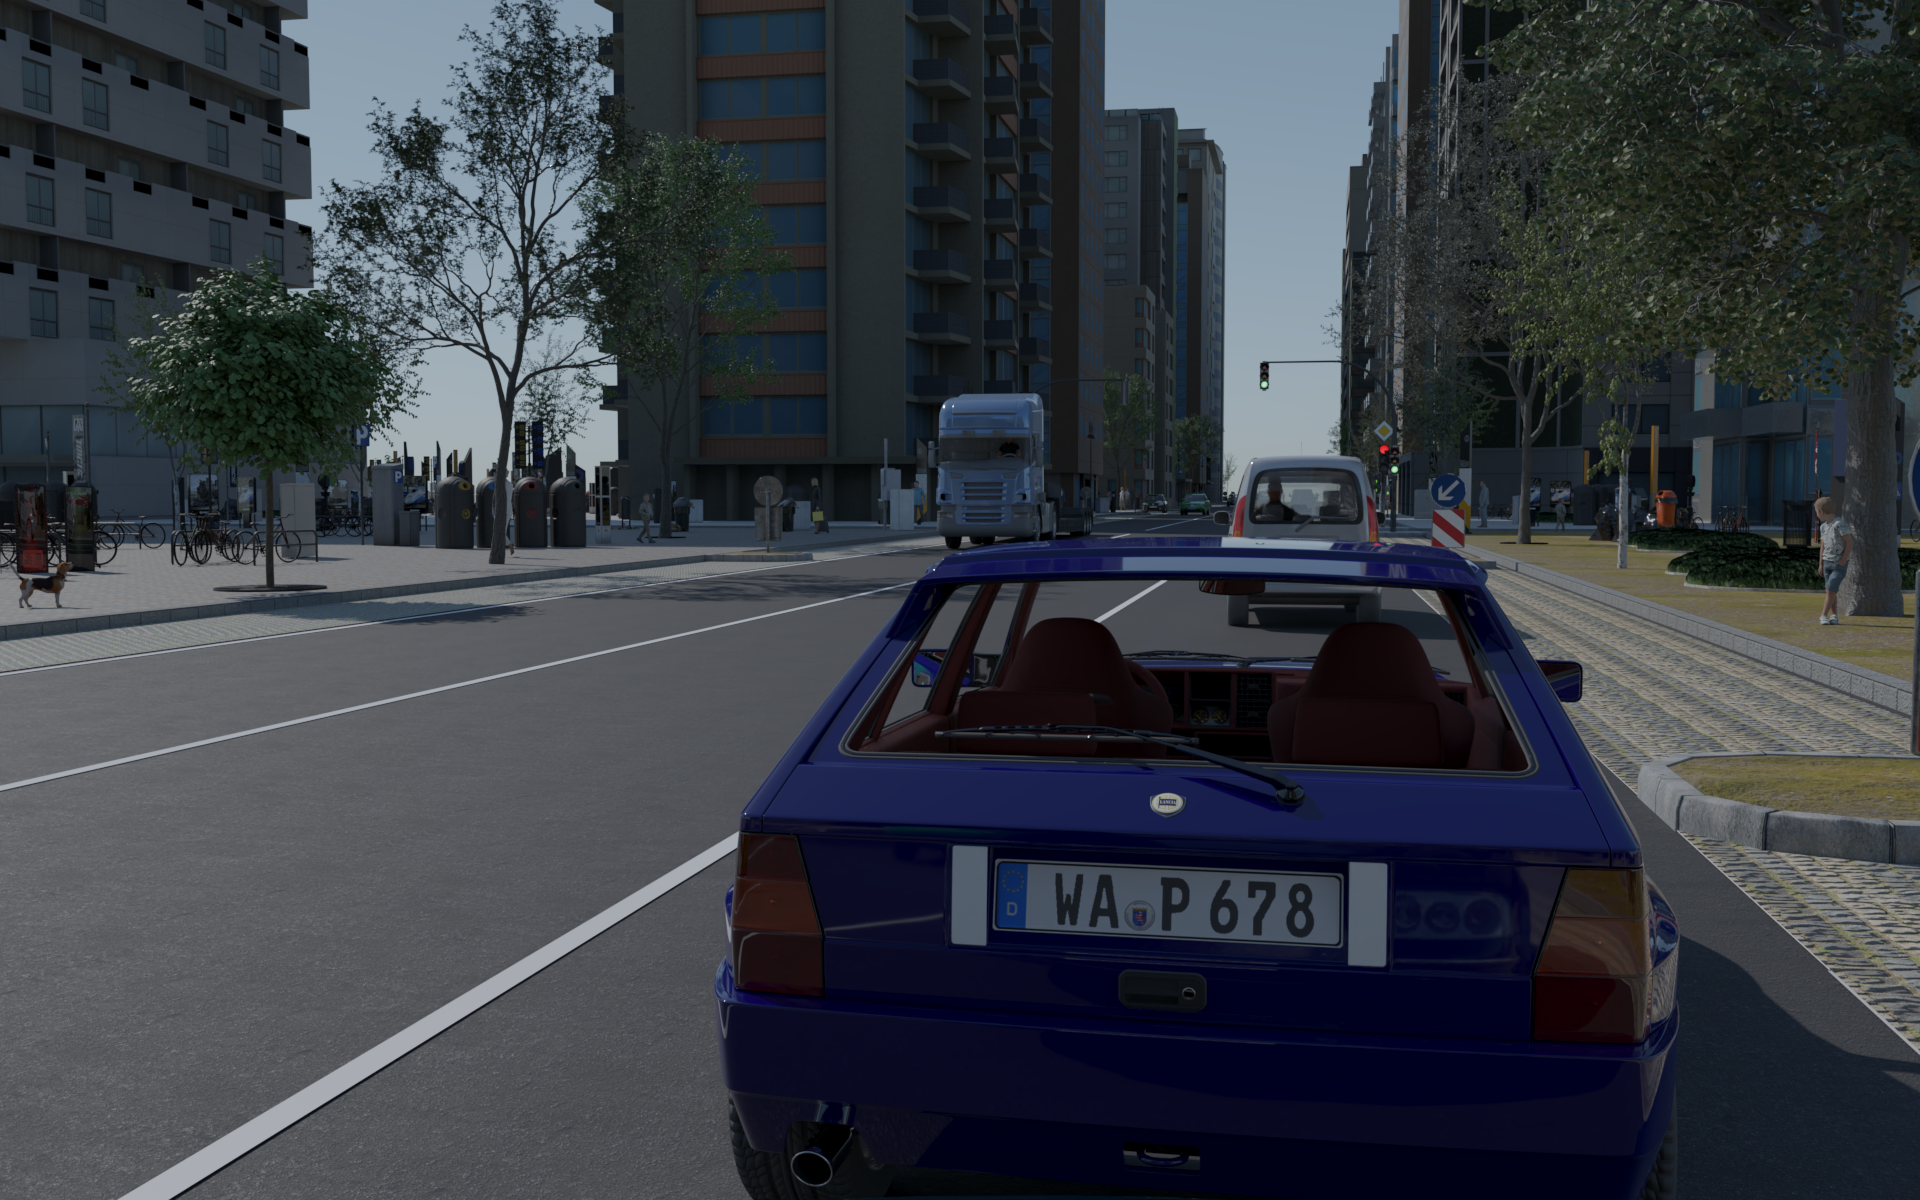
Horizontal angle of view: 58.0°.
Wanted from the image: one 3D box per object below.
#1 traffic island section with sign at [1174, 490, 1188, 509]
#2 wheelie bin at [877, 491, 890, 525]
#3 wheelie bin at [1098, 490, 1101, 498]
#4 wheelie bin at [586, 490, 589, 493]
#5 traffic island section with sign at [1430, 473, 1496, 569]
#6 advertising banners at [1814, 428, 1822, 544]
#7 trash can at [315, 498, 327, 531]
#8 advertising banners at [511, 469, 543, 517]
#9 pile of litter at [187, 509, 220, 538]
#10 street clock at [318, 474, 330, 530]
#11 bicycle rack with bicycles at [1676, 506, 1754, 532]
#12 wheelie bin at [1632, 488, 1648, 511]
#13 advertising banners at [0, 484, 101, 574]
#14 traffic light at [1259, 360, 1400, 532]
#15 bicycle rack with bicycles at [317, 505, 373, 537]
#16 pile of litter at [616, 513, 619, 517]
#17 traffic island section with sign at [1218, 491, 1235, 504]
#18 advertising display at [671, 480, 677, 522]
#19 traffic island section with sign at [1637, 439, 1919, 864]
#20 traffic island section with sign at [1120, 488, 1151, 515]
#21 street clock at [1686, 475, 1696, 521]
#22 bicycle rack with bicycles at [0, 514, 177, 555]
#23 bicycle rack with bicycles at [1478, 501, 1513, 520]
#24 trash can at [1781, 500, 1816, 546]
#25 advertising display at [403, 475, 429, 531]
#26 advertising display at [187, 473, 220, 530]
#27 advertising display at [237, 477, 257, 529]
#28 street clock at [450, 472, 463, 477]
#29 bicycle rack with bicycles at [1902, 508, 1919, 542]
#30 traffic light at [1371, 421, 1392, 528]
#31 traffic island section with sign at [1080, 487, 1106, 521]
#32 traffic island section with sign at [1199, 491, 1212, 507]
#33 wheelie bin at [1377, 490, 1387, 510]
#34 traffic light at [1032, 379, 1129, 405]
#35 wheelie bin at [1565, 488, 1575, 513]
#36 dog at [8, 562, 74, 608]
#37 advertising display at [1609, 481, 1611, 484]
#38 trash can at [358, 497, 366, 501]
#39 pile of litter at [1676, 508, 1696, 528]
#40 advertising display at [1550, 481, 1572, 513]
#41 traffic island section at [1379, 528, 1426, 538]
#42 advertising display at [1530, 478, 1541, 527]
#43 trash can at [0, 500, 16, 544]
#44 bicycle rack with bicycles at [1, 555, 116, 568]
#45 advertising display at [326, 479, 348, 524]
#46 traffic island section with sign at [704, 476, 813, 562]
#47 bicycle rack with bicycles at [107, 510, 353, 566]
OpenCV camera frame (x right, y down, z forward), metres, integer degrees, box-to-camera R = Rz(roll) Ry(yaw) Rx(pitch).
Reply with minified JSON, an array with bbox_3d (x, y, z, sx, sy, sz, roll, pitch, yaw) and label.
[{"bbox_3d":[21.648,-9.647,166.348,1.989,1.847,2.006,1,4,11],"label":"traffic island section with sign"},{"bbox_3d":[-3.036,-3.950,72.487,0.693,1.594,0.980,-3,5,-45],"label":"wheelie bin"},{"bbox_3d":[11.100,-8.158,141.286,0.980,1.594,0.693,-3,5,-42],"label":"wheelie bin"},{"bbox_3d":[-32.067,-8.547,147.646,0.693,1.594,0.980,-1,4,-20],"label":"wheelie bin"},{"bbox_3d":[9.414,-1.553,34.022,1.989,1.847,2.006,1,4,11],"label":"traffic island section with sign"},{"bbox_3d":[22.532,-3.015,45.488,0.090,3.025,2.074,1,4,22],"label":"advertising banners"},{"bbox_3d":[-22.207,-2.939,59.708,0.748,1.137,0.748,0,3,0],"label":"trash can"},{"bbox_3d":[-23.474,-5.990,94.124,0.090,3.025,2.074,3,5,45],"label":"advertising banners"},{"bbox_3d":[-22.259,-2.264,50.987,1.176,0.858,1.719,-1,4,-18],"label":"pile of litter"},{"bbox_3d":[-22.381,-3.457,61.090,0.358,2.002,0.471,2,4,27],"label":"street clock"},{"bbox_3d":[21.645,-2.229,49.830,2.925,0.926,2.852,-3,5,-43],"label":"bicycle rack with bicycles"},{"bbox_3d":[33.981,-4.828,86.853,0.980,1.594,0.693,-1,4,-22],"label":"wheelie bin"},{"bbox_3d":[-15.037,-1.949,28.057,0.090,3.025,2.074,3,5,40],"label":"advertising banners"},{"bbox_3d":[12.567,-5.145,58.793,4.771,5.953,1.251,1,4,11],"label":"traffic light"},{"bbox_3d":[-18.466,-2.410,52.782,2.925,0.926,2.852,-2,4,-31],"label":"bicycle rack with bicycles"},{"bbox_3d":[-18.705,-5.064,96.769,1.176,0.858,1.719,1,4,19],"label":"pile of litter"},{"bbox_3d":[38.048,-14.640,247.994,1.989,1.847,2.006,1,4,11],"label":"traffic island section with sign"},{"bbox_3d":[-13.346,-4.604,80.486,0.123,1.923,0.974,0,4,5],"label":"advertising display"},{"bbox_3d":[4.097,0.067,7.531,1.989,1.847,2.006,1,4,11],"label":"traffic island section with sign"},{"bbox_3d":[11.992,-6.699,118.164,1.989,1.847,2.006,1,4,11],"label":"traffic island section with sign"},{"bbox_3d":[28.021,-3.785,66.450,0.358,2.002,0.471,3,4,38],"label":"street clock"},{"bbox_3d":[-20.249,-1.614,39.776,2.925,0.926,2.852,1,4,10],"label":"bicycle rack with bicycles"},{"bbox_3d":[27.214,-4.430,85.815,2.925,0.926,2.852,-2,4,-33],"label":"bicycle rack with bicycles"},{"bbox_3d":[19.694,-1.778,40.721,0.748,1.137,0.748,0,3,0],"label":"trash can"},{"bbox_3d":[-18.933,-3.363,60.195,0.974,1.923,0.123,1,4,17],"label":"advertising display"},{"bbox_3d":[-23.521,-2.975,53.861,0.123,1.923,0.974,3,4,37],"label":"advertising display"},{"bbox_3d":[-26.630,-3.637,64.676,0.974,1.923,0.123,2,4,31],"label":"advertising display"},{"bbox_3d":[-16.561,-3.211,57.065,0.471,2.002,0.358,3,5,40],"label":"street clock"},{"bbox_3d":[24.941,-1.941,45.125,2.852,0.926,2.925,1,4,21],"label":"bicycle rack with bicycles"},{"bbox_3d":[16.206,-4.736,66.352,0.839,4.253,0.868,1,4,11],"label":"traffic light"},{"bbox_3d":[6.681,-5.083,91.735,1.989,1.847,2.006,1,4,11],"label":"traffic island section with sign"},{"bbox_3d":[27.109,-11.308,193.521,1.989,1.847,2.006,1,4,11],"label":"traffic island section with sign"},{"bbox_3d":[33.376,-7.874,136.647,0.980,1.594,0.693,1,4,18],"label":"wheelie bin"},{"bbox_3d":[4.288,-5.755,68.755,4.771,5.953,1.251,1,4,11],"label":"traffic light"},{"bbox_3d":[30.381,-4.770,85.895,0.693,1.594,0.980,0,4,-3],"label":"wheelie bin"},{"bbox_3d":[-10.401,-0.171,19.629,0.406,0.507,0.540,2,4,31],"label":"dog"},{"bbox_3d":[32.512,-4.983,86.678,0.123,1.923,0.974,1,4,21],"label":"advertising display"},{"bbox_3d":[-33.433,-5.187,96.463,0.748,1.137,0.748,0,3,0],"label":"trash can"},{"bbox_3d":[22.628,-2.504,54.898,1.719,0.858,1.176,-1,4,-9],"label":"pile of litter"},{"bbox_3d":[29.060,-4.808,83.820,0.974,1.923,0.123,2,4,28],"label":"advertising display"},{"bbox_3d":[14.672,-2.223,58.628,2.009,0.180,2.903,1,4,11],"label":"traffic island section"},{"bbox_3d":[22.504,-3.850,68.168,0.974,1.923,0.123,-2,4,-34],"label":"advertising display"},{"bbox_3d":[-23.747,-1.919,43.022,0.748,1.137,0.748,0,3,0],"label":"trash can"},{"bbox_3d":[-16.644,-1.083,31.088,2.925,0.926,2.852,0,4,-7],"label":"bicycle rack with bicycles"},{"bbox_3d":[-27.090,-4.287,75.311,0.123,1.923,0.974,3,5,44],"label":"advertising display"},{"bbox_3d":[-4.249,-1.749,37.225,1.989,1.847,2.006,1,4,11],"label":"traffic island section with sign"},{"bbox_3d":[-13.399,-1.135,31.945,2.852,0.926,2.925,1,4,17],"label":"bicycle rack with bicycles"}]
